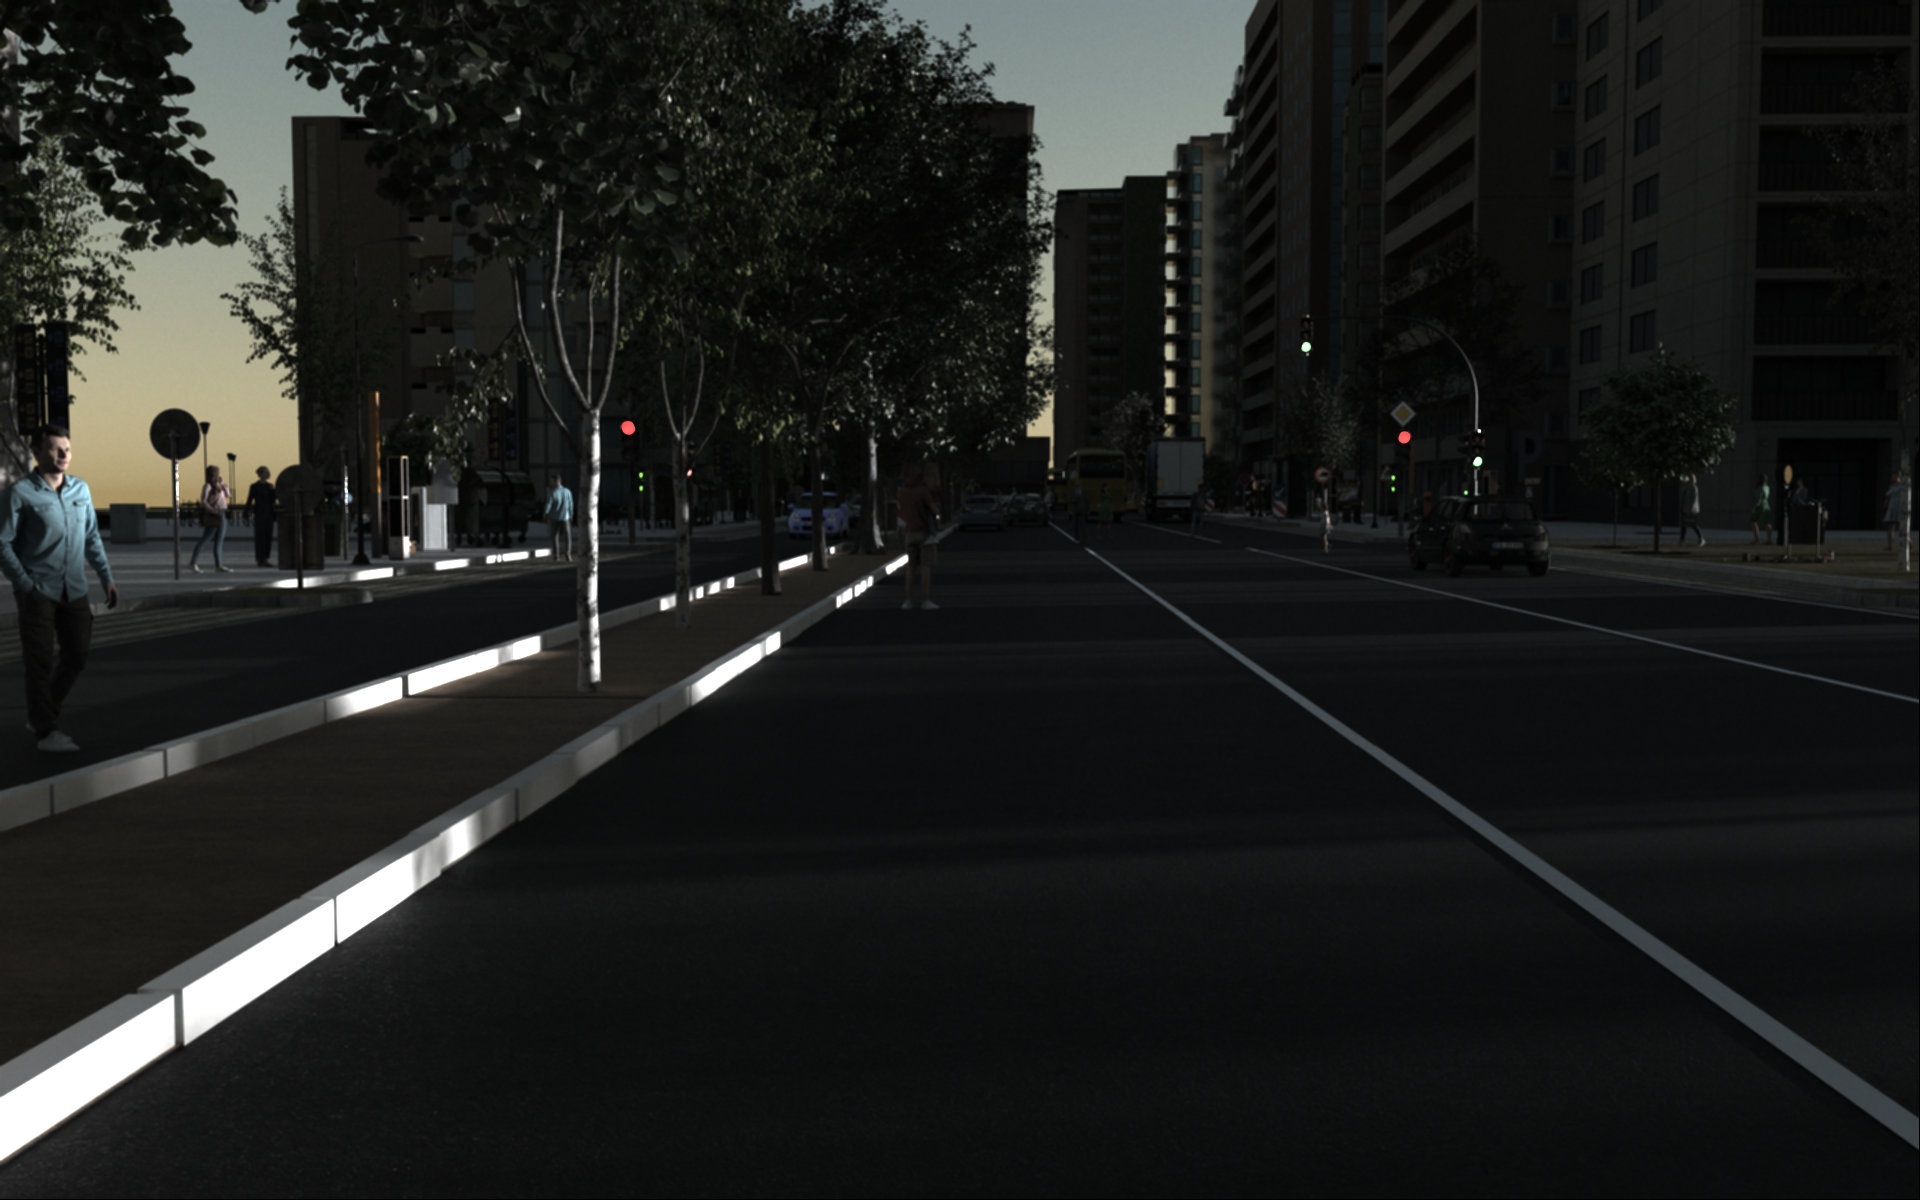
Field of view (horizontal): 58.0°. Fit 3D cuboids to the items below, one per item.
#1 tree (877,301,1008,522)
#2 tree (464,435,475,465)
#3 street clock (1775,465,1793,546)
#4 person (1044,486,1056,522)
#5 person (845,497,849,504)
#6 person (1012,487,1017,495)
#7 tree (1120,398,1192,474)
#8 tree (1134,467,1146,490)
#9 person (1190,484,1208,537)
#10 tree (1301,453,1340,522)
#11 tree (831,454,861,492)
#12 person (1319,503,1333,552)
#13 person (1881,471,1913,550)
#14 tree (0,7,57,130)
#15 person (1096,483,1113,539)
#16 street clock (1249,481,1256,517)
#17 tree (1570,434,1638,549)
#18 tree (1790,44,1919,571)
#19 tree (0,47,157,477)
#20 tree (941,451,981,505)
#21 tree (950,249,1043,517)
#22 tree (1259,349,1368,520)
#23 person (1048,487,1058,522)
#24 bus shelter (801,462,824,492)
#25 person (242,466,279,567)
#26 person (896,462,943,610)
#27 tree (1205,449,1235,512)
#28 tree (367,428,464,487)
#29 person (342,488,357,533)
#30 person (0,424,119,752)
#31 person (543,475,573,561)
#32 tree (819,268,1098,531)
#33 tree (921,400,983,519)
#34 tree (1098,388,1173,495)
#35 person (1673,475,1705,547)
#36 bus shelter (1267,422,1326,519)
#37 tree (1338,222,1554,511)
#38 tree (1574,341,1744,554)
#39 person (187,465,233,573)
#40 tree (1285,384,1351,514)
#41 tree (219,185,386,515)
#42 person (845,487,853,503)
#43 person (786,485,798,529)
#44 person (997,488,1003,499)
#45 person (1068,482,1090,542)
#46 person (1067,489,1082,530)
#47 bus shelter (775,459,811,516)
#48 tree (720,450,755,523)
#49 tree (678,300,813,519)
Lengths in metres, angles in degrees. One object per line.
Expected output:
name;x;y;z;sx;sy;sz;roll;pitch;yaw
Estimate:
tree;-0.748;-10.345;89.733;7.486;12.596;7.792;0;3;0
tree;-25.480;-6.286;86.487;4.285;4.588;4.351;0;3;0
street clock;20.482;-2.355;43.077;0.471;2.002;0.358;-3;4;-38
person;4.361;-4.649;84.385;0.818;1.842;0.514;-2;4;-24
person;-5.449;-4.402;84.721;0.590;1.304;0.306;1;4;15
person;3.343;-5.940;105.489;0.818;1.842;0.514;0;4;7
tree;19.055;-14.182;166.283;8.767;10.594;7.601;1;4;22
tree;20.247;-12.312;185.022;4.285;4.588;4.351;0;3;0
person;8.063;-3.033;58.436;0.623;1.781;0.721;1;4;17
tree;16.743;-5.303;81.297;1.663;3.219;1.824;0;3;0
tree;-8.701;-9.444;138.128;4.285;4.588;4.351;0;3;0
person;9.041;-1.783;42.675;0.382;1.210;0.505;0;4;4
person;21.236;-2.028;39.288;0.778;1.811;0.616;-1;4;-19
tree;-11.891;-5.455;14.950;9.928;11.665;9.643;0;3;0
person;4.610;-2.837;55.139;0.529;1.795;0.600;1;4;22
street clock;16.658;-5.754;98.654;0.358;2.002;0.471;3;4;37
tree;15.672;-2.852;41.234;1.663;3.219;1.824;0;3;0
tree;15.961;-4.784;28.586;4.360;8.622;3.978;0;3;0
tree;-15.655;-4.806;28.944;4.737;8.622;4.395;0;3;0
tree;0.162;-10.097;117.905;4.360;8.622;3.978;0;3;0
tree;-1.733;-15.170;106.383;12.611;20.169;13.585;0;3;0
tree;17.213;-8.310;86.228;4.360;8.622;3.978;0;3;0
person;4.701;-4.920;89.121;0.721;1.800;0.419;-1;4;-14
bus shelter;-10.168;-7.271;112.799;2.014;3.302;5.546;0;4;2
person;-12.380;-1.479;30.654;0.534;1.772;0.576;1;4;12
person;-0.471;-0.802;21.593;0.580;1.828;0.573;-1;4;-18
tree;17.776;-8.468;122.165;4.285;4.588;4.351;0;3;0
tree;-25.149;-5.770;78.059;4.285;4.588;4.351;0;3;0
person;-17.342;-2.436;48.906;0.480;1.755;0.524;1;4;12
person;-5.152;-0.078;9.792;0.620;1.820;0.660;1;4;21
person;-8.548;-1.746;36.903;0.638;1.841;0.748;-1;4;-21
tree;-1.020;-9.430;67.014;12.009;13.543;11.850;0;3;0
tree;-0.457;-8.876;97.939;4.737;8.622;4.395;0;3;0
tree;20.205;-17.754;200.649;12.009;13.543;11.850;0;3;0
person;17.822;-2.200;42.203;0.728;1.800;0.709;0;4;1
bus shelter;17.942;-7.097;93.672;2.179;5.291;8.768;0;4;2
tree;16.554;-7.629;59.146;7.601;10.594;8.767;1;4;10
tree;15.102;-3.289;37.488;4.285;4.588;4.351;0;3;0
person;-12.321;-1.332;28.412;0.643;1.750;0.593;0;4;-1
tree;23.139;-9.907;112.338;4.737;8.622;4.395;0;3;0
tree;-15.689;-5.628;42.384;4.737;8.622;4.395;0;3;0
person;-5.968;-5.172;93.313;0.529;1.795;0.600;2;4;30
person;-6.802;-3.797;70.752;0.590;1.801;0.661;1;4;16
person;2.556;-6.204;110.032;0.778;1.811;0.616;1;4;13
person;3.588;-2.666;52.271;0.661;1.801;0.590;0;4;7
person;4.586;-3.707;69.385;0.573;1.790;0.520;1;4;11
bus shelter;-9.564;-6.744;101.548;1.731;3.624;6.357;0;4;2
tree;-9.853;-5.004;76.421;1.663;3.219;1.824;0;3;0
tree;-10.700;-10.391;88.024;7.486;12.596;7.792;0;3;0
